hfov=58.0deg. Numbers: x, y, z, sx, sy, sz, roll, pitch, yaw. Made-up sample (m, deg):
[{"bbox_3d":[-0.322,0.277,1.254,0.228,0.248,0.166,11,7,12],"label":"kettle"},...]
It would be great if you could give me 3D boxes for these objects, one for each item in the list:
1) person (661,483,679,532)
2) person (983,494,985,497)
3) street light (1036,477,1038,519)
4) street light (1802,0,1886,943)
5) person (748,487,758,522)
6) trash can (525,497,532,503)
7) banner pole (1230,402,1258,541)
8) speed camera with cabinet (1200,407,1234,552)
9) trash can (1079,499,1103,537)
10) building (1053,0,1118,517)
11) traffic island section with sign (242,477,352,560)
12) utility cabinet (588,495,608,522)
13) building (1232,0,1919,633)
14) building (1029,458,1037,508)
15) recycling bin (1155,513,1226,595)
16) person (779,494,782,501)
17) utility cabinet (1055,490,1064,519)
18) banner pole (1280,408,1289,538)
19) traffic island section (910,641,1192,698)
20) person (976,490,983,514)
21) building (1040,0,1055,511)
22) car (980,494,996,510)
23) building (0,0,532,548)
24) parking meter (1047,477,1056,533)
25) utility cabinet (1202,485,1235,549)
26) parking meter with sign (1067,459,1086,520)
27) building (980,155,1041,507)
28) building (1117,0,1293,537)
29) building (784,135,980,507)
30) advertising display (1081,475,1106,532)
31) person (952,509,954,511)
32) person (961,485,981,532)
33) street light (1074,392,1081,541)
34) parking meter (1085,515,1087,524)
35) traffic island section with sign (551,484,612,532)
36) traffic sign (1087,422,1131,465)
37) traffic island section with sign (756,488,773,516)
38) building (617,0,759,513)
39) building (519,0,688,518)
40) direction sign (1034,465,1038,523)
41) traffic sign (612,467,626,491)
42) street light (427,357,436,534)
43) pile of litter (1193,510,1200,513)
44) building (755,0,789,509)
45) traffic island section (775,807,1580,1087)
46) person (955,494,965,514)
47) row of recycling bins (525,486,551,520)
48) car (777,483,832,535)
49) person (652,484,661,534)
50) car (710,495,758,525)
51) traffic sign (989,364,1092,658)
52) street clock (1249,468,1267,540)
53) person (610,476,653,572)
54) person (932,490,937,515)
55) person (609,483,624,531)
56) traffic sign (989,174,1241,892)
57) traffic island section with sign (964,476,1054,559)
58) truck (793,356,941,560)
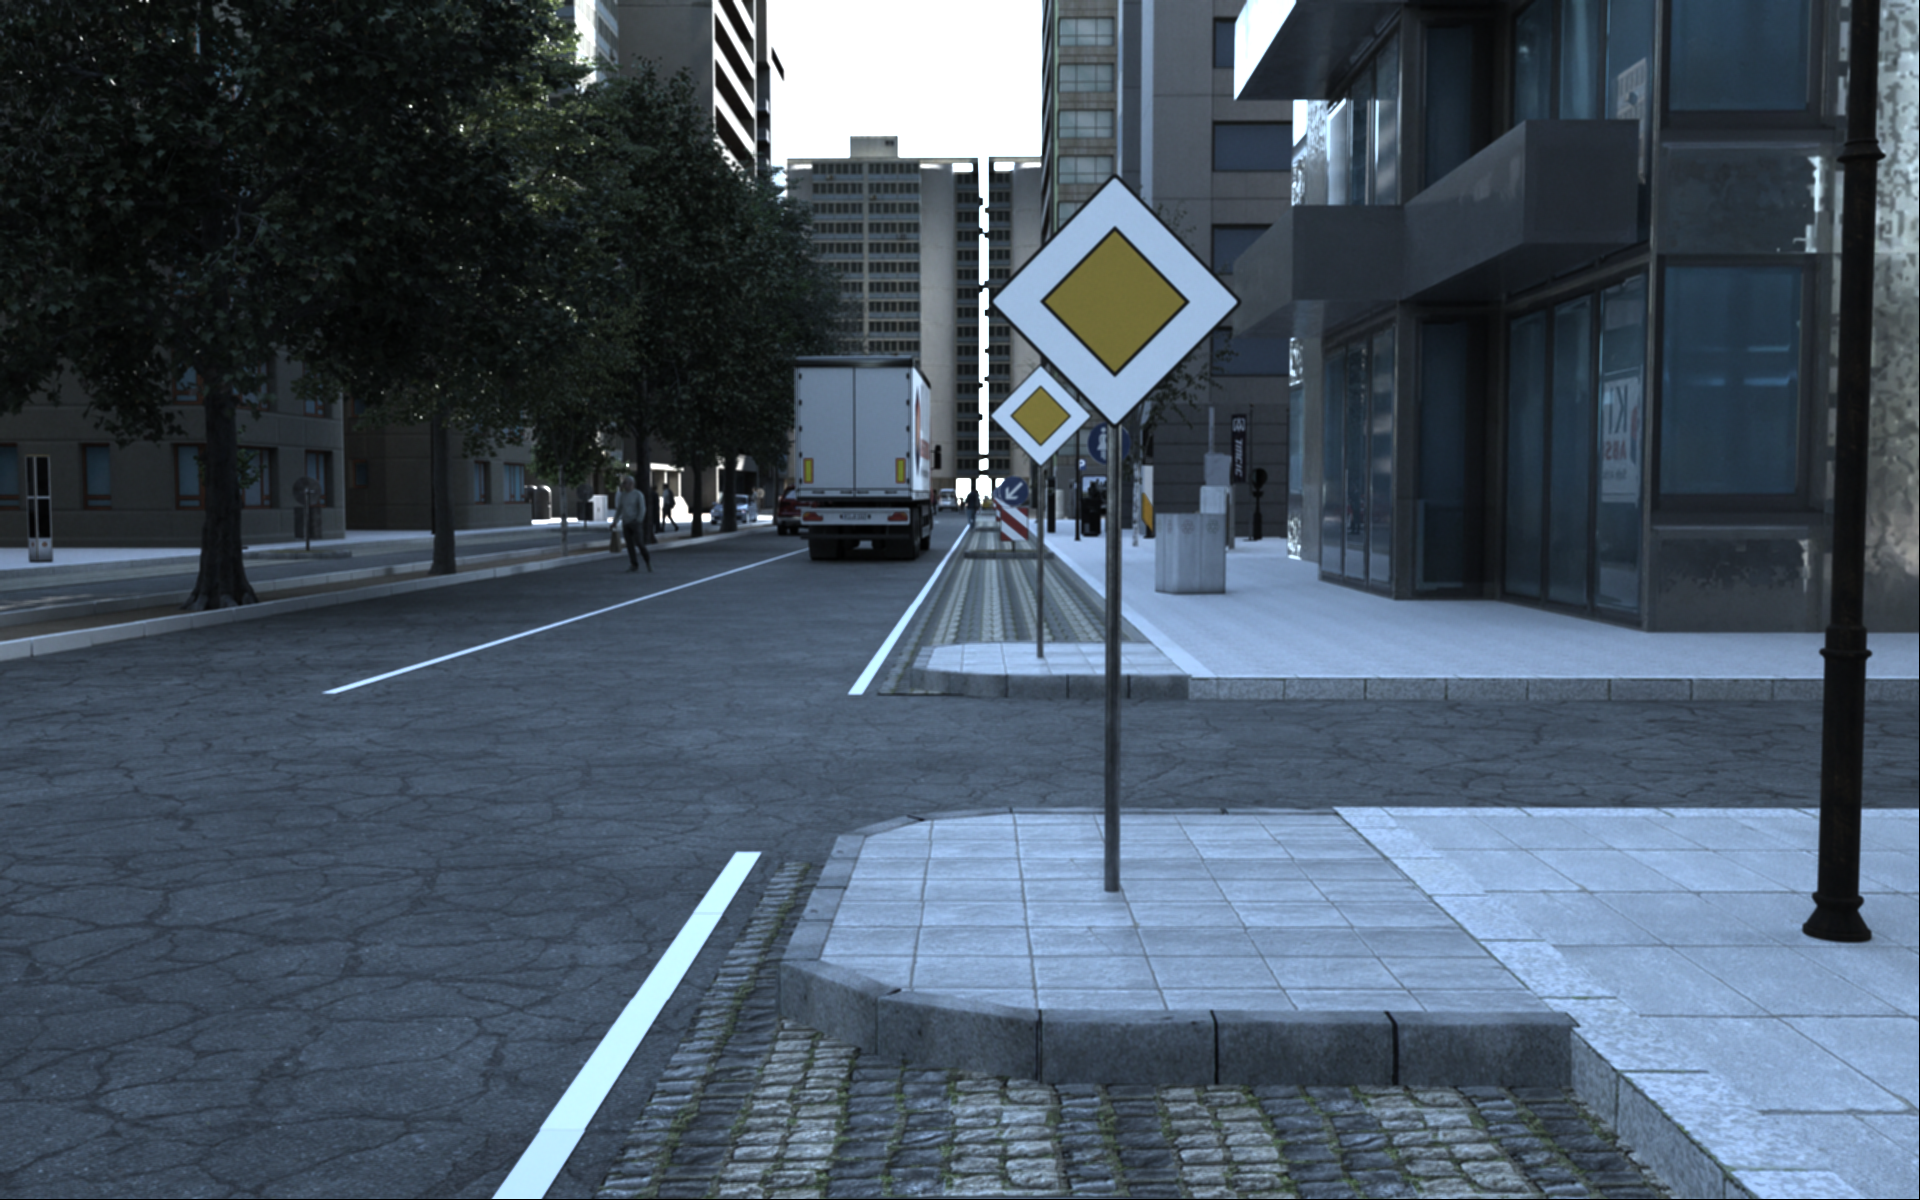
[{"bbox_3d":[-10.982,-3.458,65.143,0.850,1.850,0.679,1,4,14],"label":"person"},{"bbox_3d":[2.346,-8.706,154.025,0.799,1.438,0.628,0,4,6],"label":"person"},{"bbox_3d":[3.937,-7.022,87.595,0.468,5.910,1.993,0,4,1],"label":"street light"},{"bbox_3d":[2.552,-1.962,4.862,0.468,5.910,1.993,0,4,1],"label":"street light"},{"bbox_3d":[-10.498,-4.812,87.454,0.573,1.790,0.520,0,4,-7],"label":"person"},{"bbox_3d":[-21.058,-4.408,83.728,0.748,1.137,0.748,0,3,0],"label":"trash can"},{"bbox_3d":[7.791,-3.520,47.568,0.863,3.779,0.401,3,5,39],"label":"banner pole"},{"bbox_3d":[5.745,-2.715,38.720,0.660,3.252,2.038,1,4,13],"label":"speed camera with cabinet"},{"bbox_3d":[3.957,-2.491,52.380,0.748,1.137,0.748,0,3,0],"label":"trash can"},{"bbox_3d":[12.581,-25.664,103.208,14.154,41.232,14.086,0,4,1],"label":"building"},{"bbox_3d":[-14.685,-1.826,38.478,1.989,1.847,2.006,0,4,1],"label":"traffic island section with sign"},{"bbox_3d":[-16.912,-4.264,80.876,1.020,1.237,0.306,2,4,34],"label":"utility cabinet"},{"bbox_3d":[19.263,-24.724,23.841,30.456,49.044,23.786,0,4,1],"label":"building"},{"bbox_3d":[17.490,-50.983,146.238,22.319,86.520,31.000,0,4,1],"label":"building"},{"bbox_3d":[2.991,-0.609,22.506,0.722,1.027,0.722,-1,4,-15],"label":"recycling bin"},{"bbox_3d":[-11.812,-6.274,114.272,0.628,1.438,0.799,-3,5,-39],"label":"person"},{"bbox_3d":[4.786,-4.767,86.625,0.318,1.500,1.173,2,4,35],"label":"utility cabinet"},{"bbox_3d":[9.743,-3.684,50.255,0.863,3.779,0.401,1,4,13],"label":"banner pole"},{"bbox_3d":[0.650,0.531,13.603,2.009,0.180,2.903,0,4,1],"label":"traffic island section"},{"bbox_3d":[1.167,-6.863,121.498,1.217,1.735,0.721,-3,5,-42],"label":"person"},{"bbox_3d":[16.619,-30.425,121.157,21.300,48.544,21.600,0,4,1],"label":"building"},{"bbox_3d":[2.760,-8.520,149.523,2.015,1.641,3.980,0,4,-1],"label":"car"},{"bbox_3d":[-31.371,-12.854,55.201,27.650,21.520,28.899,0,4,1],"label":"building"},{"bbox_3d":[3.043,-3.176,57.642,0.255,1.863,0.399,0,4,6],"label":"parking meter"},{"bbox_3d":[6.034,-1.952,40.586,0.318,1.500,1.173,-1,4,-18],"label":"utility cabinet"},{"bbox_3d":[5.821,-5.564,87.239,0.543,3.016,1.738,-1,4,-14],"label":"parking meter with sign"},{"bbox_3d":[14.577,-30.411,189.104,23.993,40.220,32.217,0,4,1],"label":"building"},{"bbox_3d":[16.399,-31.907,63.681,21.231,58.520,28.212,0,4,1],"label":"building"},{"bbox_3d":[-9.403,-30.468,190.036,23.993,40.220,32.217,0,4,1],"label":"building"},{"bbox_3d":[4.556,-3.260,58.522,0.974,1.923,0.123,2,4,30],"label":"advertising display"},{"bbox_3d":[-0.557,-8.386,148.849,0.421,1.427,0.697,2,4,35],"label":"person"},{"bbox_3d":[0.452,-3.413,64.655,0.623,1.781,0.721,-3,5,-41],"label":"person"},{"bbox_3d":[3.239,-4.573,47.564,0.468,5.910,1.993,0,4,1],"label":"street light"},{"bbox_3d":[5.469,-4.269,75.502,0.399,1.863,0.255,-3,5,-44],"label":"parking meter"},{"bbox_3d":[-14.228,-3.474,65.430,1.989,1.847,2.006,0,4,1],"label":"traffic island section with sign"},{"bbox_3d":[2.625,-1.864,30.583,0.768,2.556,0.104,0,4,8],"label":"traffic sign"},{"bbox_3d":[-13.353,-6.544,115.623,1.989,1.847,2.006,0,4,1],"label":"traffic island section with sign"},{"bbox_3d":[-26.590,-30.600,124.010,21.300,48.544,21.600,0,4,1],"label":"building"},{"bbox_3d":[-33.288,-25.010,100.802,32.217,40.220,23.993,0,4,1],"label":"building"},{"bbox_3d":[3.511,-5.229,77.486,0.379,3.537,0.876,0,4,-3],"label":"direction sign"},{"bbox_3d":[-15.962,-4.942,80.911,0.768,2.556,0.104,1,4,9],"label":"traffic sign"},{"bbox_3d":[-16.756,-5.027,54.976,0.468,5.910,1.993,0,4,1],"label":"street light"},{"bbox_3d":[6.184,-1.919,45.346,1.719,0.858,1.176,2,4,31],"label":"pile of litter"},{"bbox_3d":[-23.375,-30.913,155.539,14.200,45.320,14.600,0,4,1],"label":"building"},{"bbox_3d":[0.512,1.019,5.619,2.009,0.180,2.903,0,4,1],"label":"traffic island section"},{"bbox_3d":[0.142,-6.968,125.681,1.065,1.426,0.557,0,4,0],"label":"person"},{"bbox_3d":[-21.554,-4.855,86.486,1.069,1.692,3.534,-3,5,-42],"label":"row of recycling bins"},{"bbox_3d":[-5.290,-3.253,61.862,2.281,1.827,5.304,0,4,2],"label":"car"},{"bbox_3d":[-10.509,-3.095,59.526,0.576,1.772,0.534,2,4,24],"label":"person"},{"bbox_3d":[-10.762,-4.333,82.850,2.014,1.417,4.499,0,4,2],"label":"car"},{"bbox_3d":[0.626,-0.604,13.526,0.795,2.450,0.064,0,4,1],"label":"traffic sign"},{"bbox_3d":[8.384,-2.703,48.756,0.471,2.002,0.358,-1,4,-17],"label":"street clock"},{"bbox_3d":[-6.092,-1.403,31.920,0.782,1.767,0.515,2,4,26],"label":"person"},{"bbox_3d":[-1.826,-6.708,118.853,0.721,1.739,1.217,0,4,5],"label":"person"},{"bbox_3d":[-12.783,-3.472,65.142,0.818,1.842,0.514,1,4,9],"label":"person"},{"bbox_3d":[0.489,-0.116,5.542,0.795,2.450,0.064,0,4,1],"label":"traffic sign"},{"bbox_3d":[1.089,-1.842,38.738,1.989,1.847,2.006,0,4,1],"label":"traffic island section with sign"},{"bbox_3d":[-2.020,-3.182,40.933,2.839,4.237,11.283,0,4,1],"label":"truck"}]
